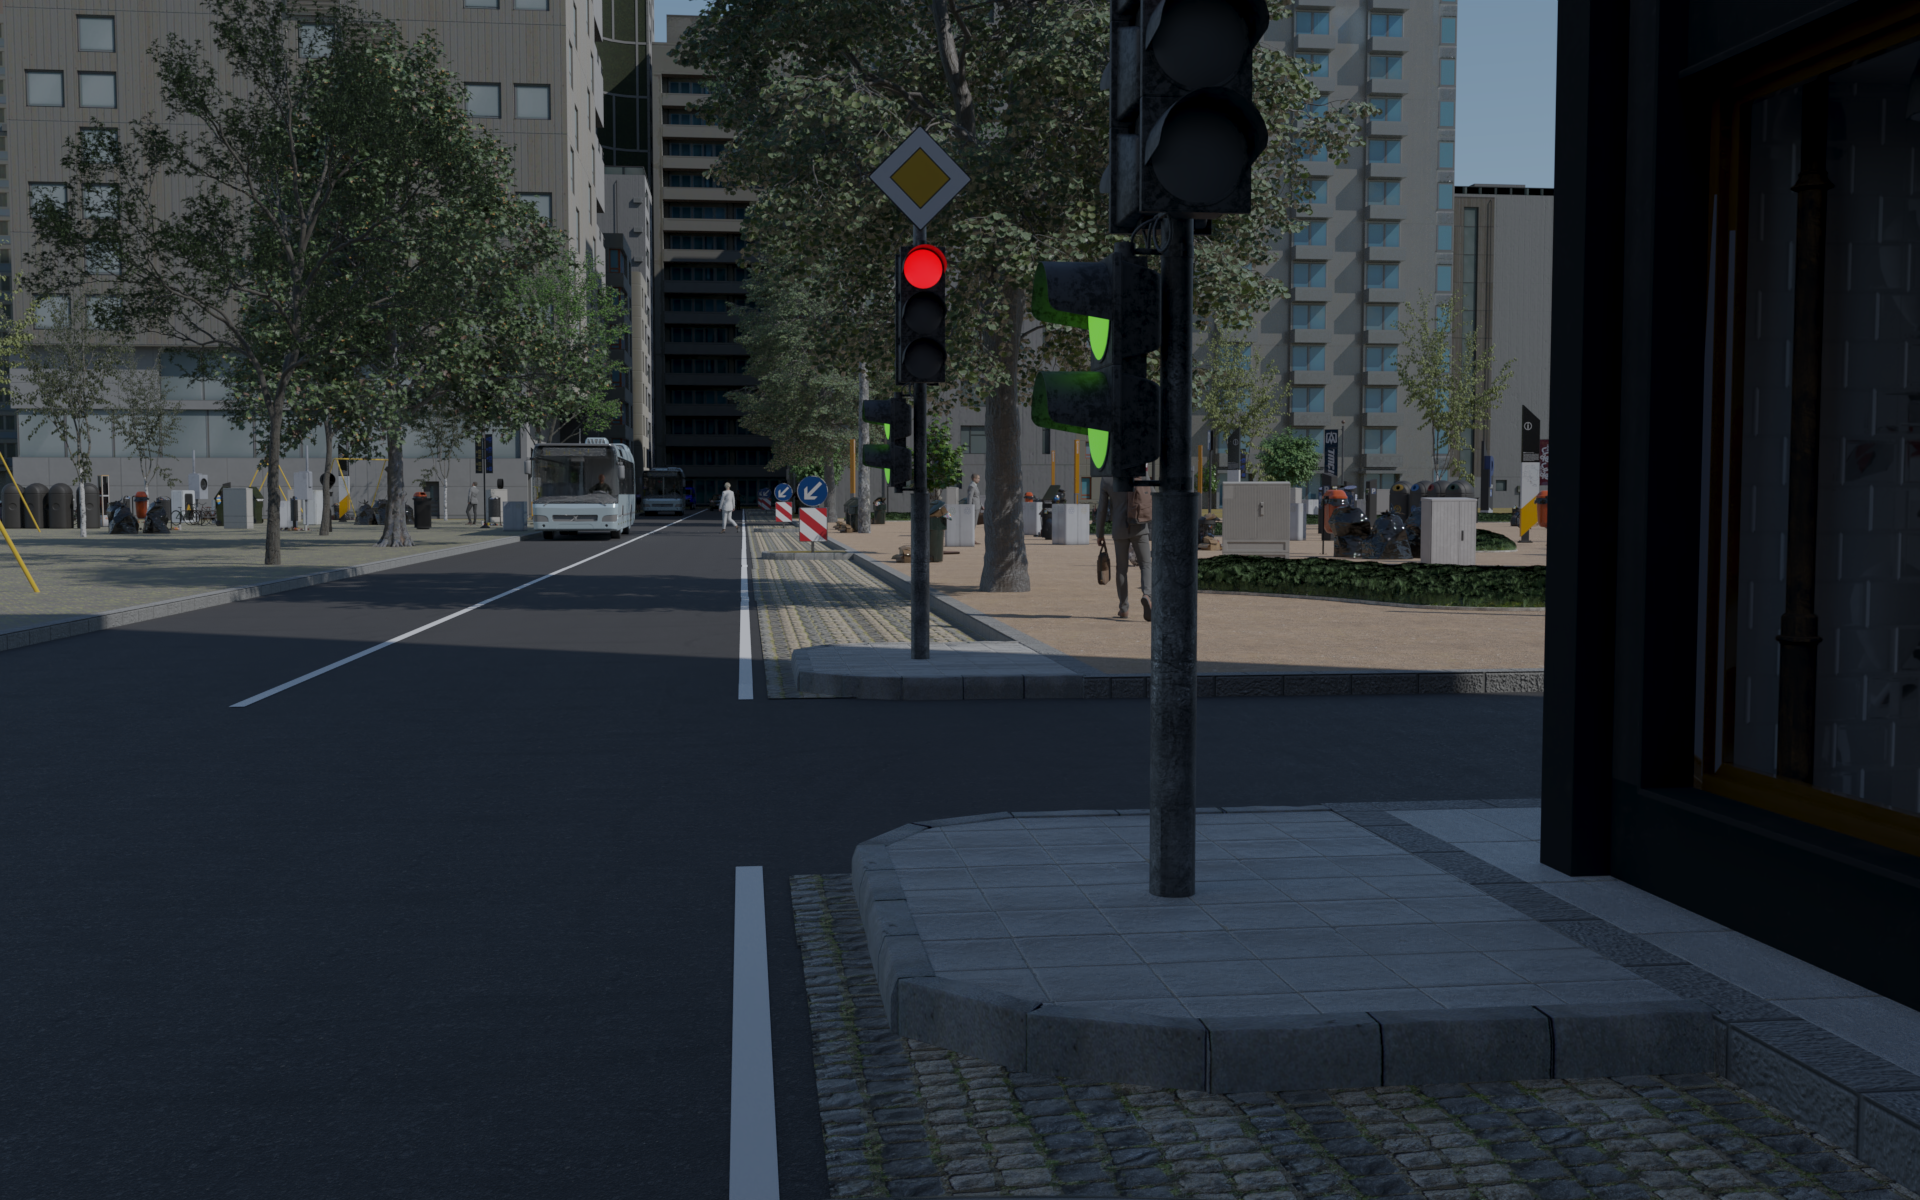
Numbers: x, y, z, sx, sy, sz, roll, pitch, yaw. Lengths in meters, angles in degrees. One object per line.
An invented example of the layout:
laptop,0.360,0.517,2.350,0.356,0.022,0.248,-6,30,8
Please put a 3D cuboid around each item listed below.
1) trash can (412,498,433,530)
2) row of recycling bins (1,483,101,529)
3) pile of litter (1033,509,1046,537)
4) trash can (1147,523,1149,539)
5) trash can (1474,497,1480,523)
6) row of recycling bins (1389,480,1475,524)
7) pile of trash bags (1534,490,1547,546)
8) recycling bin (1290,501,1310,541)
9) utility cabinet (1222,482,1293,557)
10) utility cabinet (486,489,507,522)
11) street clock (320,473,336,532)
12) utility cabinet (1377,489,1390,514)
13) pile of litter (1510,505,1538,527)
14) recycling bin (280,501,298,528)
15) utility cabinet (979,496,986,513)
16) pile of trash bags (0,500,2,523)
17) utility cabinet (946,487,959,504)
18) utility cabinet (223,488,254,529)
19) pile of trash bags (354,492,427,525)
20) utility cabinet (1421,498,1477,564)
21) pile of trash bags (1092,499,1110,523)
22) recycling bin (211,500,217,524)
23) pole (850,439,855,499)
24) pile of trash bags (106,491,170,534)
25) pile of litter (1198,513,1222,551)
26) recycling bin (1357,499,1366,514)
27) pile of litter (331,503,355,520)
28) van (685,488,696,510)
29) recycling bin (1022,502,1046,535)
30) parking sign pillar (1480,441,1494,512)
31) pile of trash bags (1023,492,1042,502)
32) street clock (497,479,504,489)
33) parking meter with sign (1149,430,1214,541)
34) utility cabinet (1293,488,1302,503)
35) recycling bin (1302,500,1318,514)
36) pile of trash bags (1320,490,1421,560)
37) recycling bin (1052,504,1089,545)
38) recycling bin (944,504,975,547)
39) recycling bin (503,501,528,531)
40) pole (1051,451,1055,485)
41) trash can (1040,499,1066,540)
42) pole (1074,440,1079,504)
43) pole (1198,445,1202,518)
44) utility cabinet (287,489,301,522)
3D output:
trash can,-19.507,-3.133,62.877,0.748,1.137,0.748,0,3,0
row of recycling bins,-33.697,-3.491,64.191,3.534,1.692,1.069,0,4,-2
pile of litter,2.814,-2.320,51.905,1.176,0.858,1.719,0,4,-8
trash can,4.514,-1.986,44.131,0.748,1.137,0.748,0,3,0
trash can,21.489,-3.747,72.920,0.748,1.137,0.748,0,3,0
row of recycling bins,14.191,-2.755,52.158,1.069,1.692,3.534,-1,4,-22
pile of trash bags,16.102,-2.046,43.202,3.447,1.369,1.912,0,4,6
recycling bin,9.122,-2.157,47.823,0.722,1.027,0.722,2,4,27
utility cabinet,5.265,-1.354,30.815,1.173,1.500,0.318,0,4,7
utility cabinet,-21.049,-4.280,78.657,0.318,1.500,1.173,1,4,23
street clock,-21.288,-3.290,58.354,0.471,2.002,0.358,-2,4,-33
utility cabinet,19.377,-4.261,78.345,1.173,1.500,0.318,1,4,12
pile of litter,22.382,-3.351,68.756,1.176,0.858,1.719,2,4,34
recycling bin,-25.358,-3.219,65.181,0.722,1.027,0.722,-2,4,-28
utility cabinet,1.048,-3.885,74.689,1.020,1.237,0.306,1,4,14
pile of trash bags,-41.033,-3.917,73.788,3.447,1.369,1.912,1,4,23
utility cabinet,-0.216,-2.685,52.578,0.318,1.500,1.173,0,4,4
utility cabinet,-26.319,-3.333,63.174,1.173,1.500,0.318,2,4,26
pile of trash bags,-23.603,-3.840,72.536,1.912,1.369,3.447,2,4,24
utility cabinet,8.593,-1.179,30.445,1.020,1.237,0.306,-2,4,-25
pile of trash bags,7.051,-3.910,73.673,1.912,1.369,3.447,2,4,32
recycling bin,-32.175,-3.856,75.596,0.722,1.027,0.722,3,5,44
pole,-3.995,-4.321,64.487,0.158,3.312,0.155,0,3,0
pile of trash bags,-27.003,-2.888,56.972,1.912,1.369,3.447,-2,4,-24
pile of litter,5.541,-1.572,39.663,1.176,0.858,1.719,-2,4,-33
recycling bin,19.319,-4.269,82.349,0.722,1.027,0.722,-3,4,-38
pile of litter,-30.387,-4.335,84.835,1.719,0.858,1.176,1,4,19
van,-25.404,-9.476,159.318,2.240,2.365,5.245,0,4,-5
recycling bin,2.370,-2.539,54.070,0.722,1.027,0.722,3,5,44
parking sign pillar,26.830,-6.097,88.158,1.447,3.967,1.447,2,4,26
pile of trash bags,3.215,-4.635,85.528,1.912,1.369,3.447,0,4,-6
street clock,-21.554,-4.691,81.264,0.358,2.002,0.471,0,4,-3
parking meter with sign,6.021,-3.128,47.400,1.738,3.016,0.543,0,4,0
utility cabinet,11.280,-3.120,59.693,0.318,1.500,1.173,-2,4,-30
recycling bin,15.843,-4.063,78.989,0.722,1.027,0.722,-3,4,-39
pile of trash bags,8.402,-1.578,35.546,1.912,1.369,3.447,-1,4,-19
recycling bin,2.801,-1.915,43.860,0.722,1.027,0.722,-2,4,-26
recycling bin,-0.015,-1.824,42.375,0.722,1.027,0.722,0,4,-1
recycling bin,-15.404,-2.900,59.973,0.722,1.027,0.722,0,4,-4
pole,4.364,-5.347,81.270,0.158,3.312,0.155,0,3,0
trash can,2.601,-2.253,48.485,0.748,1.137,0.748,0,3,0
pole,4.378,-4.353,65.008,0.158,3.312,0.155,0,3,0
pole,10.018,-4.799,72.310,0.158,3.312,0.155,0,3,0
utility cabinet,-30.329,-4.293,78.870,0.318,1.500,1.173,0,4,-7
